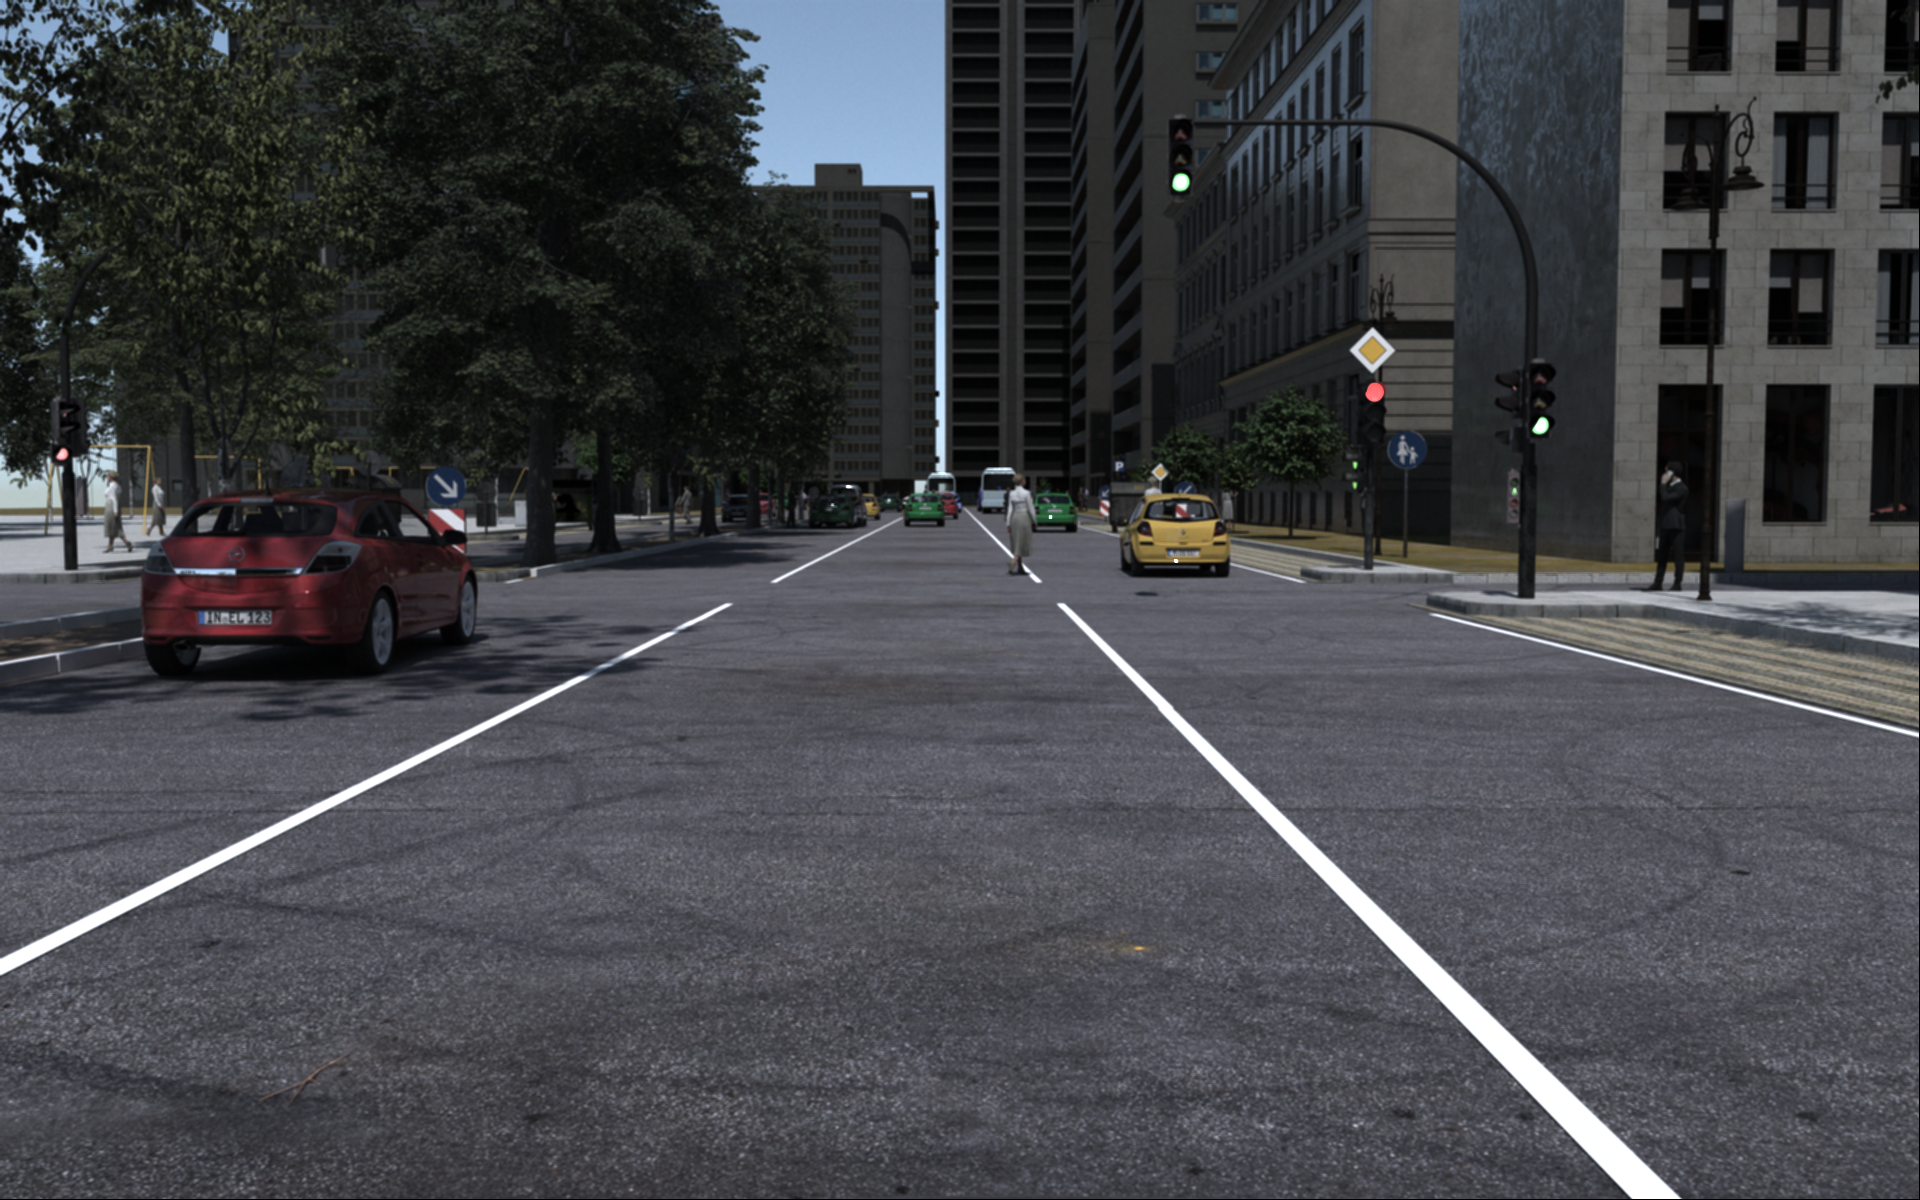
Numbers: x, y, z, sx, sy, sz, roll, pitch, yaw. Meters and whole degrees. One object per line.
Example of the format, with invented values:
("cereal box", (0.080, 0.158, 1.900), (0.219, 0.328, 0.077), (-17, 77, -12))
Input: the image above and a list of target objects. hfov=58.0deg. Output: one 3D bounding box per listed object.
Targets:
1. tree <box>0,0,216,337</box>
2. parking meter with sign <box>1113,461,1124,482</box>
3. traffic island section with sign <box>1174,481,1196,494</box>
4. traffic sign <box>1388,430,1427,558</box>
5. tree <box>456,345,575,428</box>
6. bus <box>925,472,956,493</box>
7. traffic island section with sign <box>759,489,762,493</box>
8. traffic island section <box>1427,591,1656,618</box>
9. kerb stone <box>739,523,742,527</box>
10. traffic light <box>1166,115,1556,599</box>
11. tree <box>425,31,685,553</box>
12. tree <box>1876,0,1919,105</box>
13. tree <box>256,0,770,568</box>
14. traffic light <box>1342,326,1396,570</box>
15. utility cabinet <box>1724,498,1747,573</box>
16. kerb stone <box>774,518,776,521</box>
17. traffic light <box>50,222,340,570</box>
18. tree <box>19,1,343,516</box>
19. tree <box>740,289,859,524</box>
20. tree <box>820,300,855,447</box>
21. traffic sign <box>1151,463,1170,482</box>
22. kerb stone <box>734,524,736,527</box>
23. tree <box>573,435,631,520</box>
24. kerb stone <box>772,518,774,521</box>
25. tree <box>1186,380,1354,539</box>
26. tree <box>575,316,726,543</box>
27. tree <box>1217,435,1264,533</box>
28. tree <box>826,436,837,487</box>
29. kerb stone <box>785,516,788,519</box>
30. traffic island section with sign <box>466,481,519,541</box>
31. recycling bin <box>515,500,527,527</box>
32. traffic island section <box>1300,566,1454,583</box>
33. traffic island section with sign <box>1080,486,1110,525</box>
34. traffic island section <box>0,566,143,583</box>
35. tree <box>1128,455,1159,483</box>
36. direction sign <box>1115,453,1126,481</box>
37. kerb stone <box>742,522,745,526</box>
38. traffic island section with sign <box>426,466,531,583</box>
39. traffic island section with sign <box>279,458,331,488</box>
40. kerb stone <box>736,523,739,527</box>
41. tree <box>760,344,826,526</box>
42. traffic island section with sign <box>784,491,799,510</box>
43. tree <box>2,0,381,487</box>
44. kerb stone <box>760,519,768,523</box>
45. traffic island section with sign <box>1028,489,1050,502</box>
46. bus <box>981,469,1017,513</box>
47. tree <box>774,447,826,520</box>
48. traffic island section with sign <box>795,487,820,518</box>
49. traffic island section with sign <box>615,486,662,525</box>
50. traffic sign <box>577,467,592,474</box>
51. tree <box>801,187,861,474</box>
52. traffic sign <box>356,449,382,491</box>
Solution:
("tree", (-8.480, -3.764, 14.363), (4.360, 8.622, 3.978), (0, 3, 0))
("parking meter with sign", (8.491, -5.922, 93.086), (0.543, 3.016, 1.738), (0, 4, 1))
("traffic island section with sign", (6.799, -2.770, 53.920), (1.989, 1.847, 2.006), (0, 4, 0))
("traffic sign", (8.963, -2.121, 34.787), (0.768, 2.556, 0.104), (0, 4, 6))
("tree", (-18.535, -8.525, 73.801), (8.767, 10.594, 7.601), (1, 4, 23))
("bus", (-1.810, -10.270, 162.771), (2.948, 3.499, 13.247), (0, 4, -1))
("traffic island section with sign", (-15.276, -7.500, 131.253), (1.989, 1.847, 2.006), (0, 4, 0))
("traffic island section", (6.983, 0.058, 21.336), (2.009, 0.180, 2.903), (0, 4, 0))
("kerb stone", (-9.704, -3.253, 75.378), (0.120, 0.150, 1.000), (0, 4, 0))
("traffic light", (4.851, -2.838, 21.069), (4.771, 5.953, 1.251), (0, 4, 0))
("tree", (-8.715, -7.512, 42.289), (9.611, 12.733, 9.660), (0, 3, 0))
("tree", (9.211, -3.882, 13.841), (4.360, 8.622, 3.978), (0, 3, 0))
("tree", (-7.973, -7.543, 32.439), (9.857, 13.997, 8.962), (0, 3, 0))
("traffic light", (6.897, -2.464, 29.207), (0.839, 4.253, 0.868), (0, 4, 0))
("utility cabinet", (12.866, -1.076, 28.761), (0.306, 1.237, 1.020), (2, 4, 25))
("kerb stone", (-9.791, -4.132, 89.747), (0.120, 0.150, 1.000), (0, 4, 0))
("traffic light", (-12.872, -3.330, 29.114), (4.771, 5.953, 1.251), (0, 4, 0))
("tree", (-18.763, -7.513, 40.962), (7.486, 12.596, 7.792), (0, 3, 0))
("tree", (-8.750, -9.968, 83.556), (7.486, 12.596, 7.792), (0, 3, 0))
("tree", (-8.417, -8.453, 57.676), (9.611, 12.733, 9.660), (0, 3, 0))
("traffic sign", (8.408, -4.452, 72.524), (0.795, 2.593, 0.064), (0, 4, 0))
("kerb stone", (-9.697, -3.124, 73.332), (0.120, 0.150, 1.000), (0, 4, 0))
("tree", (-17.430, -6.239, 85.715), (4.285, 4.588, 4.351), (0, 3, 0))
("kerb stone", (-9.780, -4.069, 88.725), (0.120, 0.150, 1.000), (0, 4, 0))
("tree", (9.541, -4.024, 49.511), (4.285, 4.588, 4.351), (0, 3, 0))
("tree", (-8.433, -5.972, 50.455), (4.737, 8.622, 4.395), (0, 3, 0))
("tree", (8.940, -3.814, 56.954), (1.663, 3.219, 1.824), (0, 3, 0))
("tree", (-8.336, -8.412, 90.356), (4.737, 8.622, 4.395), (0, 3, 0))
("kerb stone", (-9.846, -4.754, 99.992), (0.120, 0.150, 1.000), (0, 4, 0))
("traffic island section with sign", (-14.815, -2.763, 53.806), (1.989, 1.847, 2.006), (0, 4, 0))
("recycling bin", (-17.031, -3.403, 68.190), (0.722, 1.027, 0.722), (1, 4, 19))
("traffic island section", (6.937, -0.431, 29.321), (2.009, 0.180, 2.903), (0, 4, 0))
("traffic island section with sign", (6.652, -4.419, 80.874), (1.989, 1.847, 2.006), (0, 4, 0))
("traffic island section", (-15.004, -0.423, 29.201), (2.009, 0.180, 2.903), (0, 4, 0))
("tree", (9.107, -5.528, 84.991), (1.663, 3.219, 1.824), (0, 3, 0))
("direction sign", (8.879, -6.356, 95.910), (0.379, 3.537, 0.876), (-2, 4, -33))
("kerb stone", (-9.713, -3.313, 76.409), (0.120, 0.150, 1.000), (0, 4, 0))
("traffic island section with sign", (-8.377, -1.270, 28.895), (2.006, 1.907, 1.989), (0, 4, 0))
("traffic island section with sign", (-8.344, -0.817, 21.488), (2.006, 1.907, 1.989), (0, 4, 0))
("kerb stone", (-9.699, -3.185, 74.355), (0.120, 0.150, 1.000), (0, 4, 0))
("tree", (-8.424, -7.580, 76.755), (4.737, 8.622, 4.395), (0, 3, 0))
("traffic island section with sign", (-15.409, -9.162, 158.424), (1.989, 1.847, 2.006), (0, 4, 0))
("tree", (-8.170, -4.048, 19.005), (4.737, 8.622, 4.395), (0, 3, 0))
("kerb stone", (-9.774, -3.943, 86.669), (0.120, 0.150, 1.000), (0, 4, 0))
("traffic island section with sign", (6.365, -7.494, 131.158), (1.989, 1.847, 2.006), (0, 4, 0))
("bus", (2.996, -8.355, 131.460), (2.948, 3.499, 13.247), (0, 4, 2))
("tree", (-8.663, -8.696, 94.994), (4.360, 8.622, 3.978), (0, 3, 0))
("traffic island section with sign", (-8.815, -5.865, 104.032), (2.006, 1.907, 1.989), (0, 4, 0))
("traffic island section with sign", (-14.974, -4.412, 80.761), (1.989, 1.847, 2.006), (0, 4, 0))
("traffic sign", (-17.773, -5.012, 82.049), (0.768, 2.556, 0.104), (0, 4, 5))
("tree", (-8.327, -9.792, 69.210), (9.857, 13.997, 8.962), (0, 3, 0))
("traffic sign", (-16.895, -3.020, 49.482), (0.768, 2.556, 0.104), (0, 4, 6))
